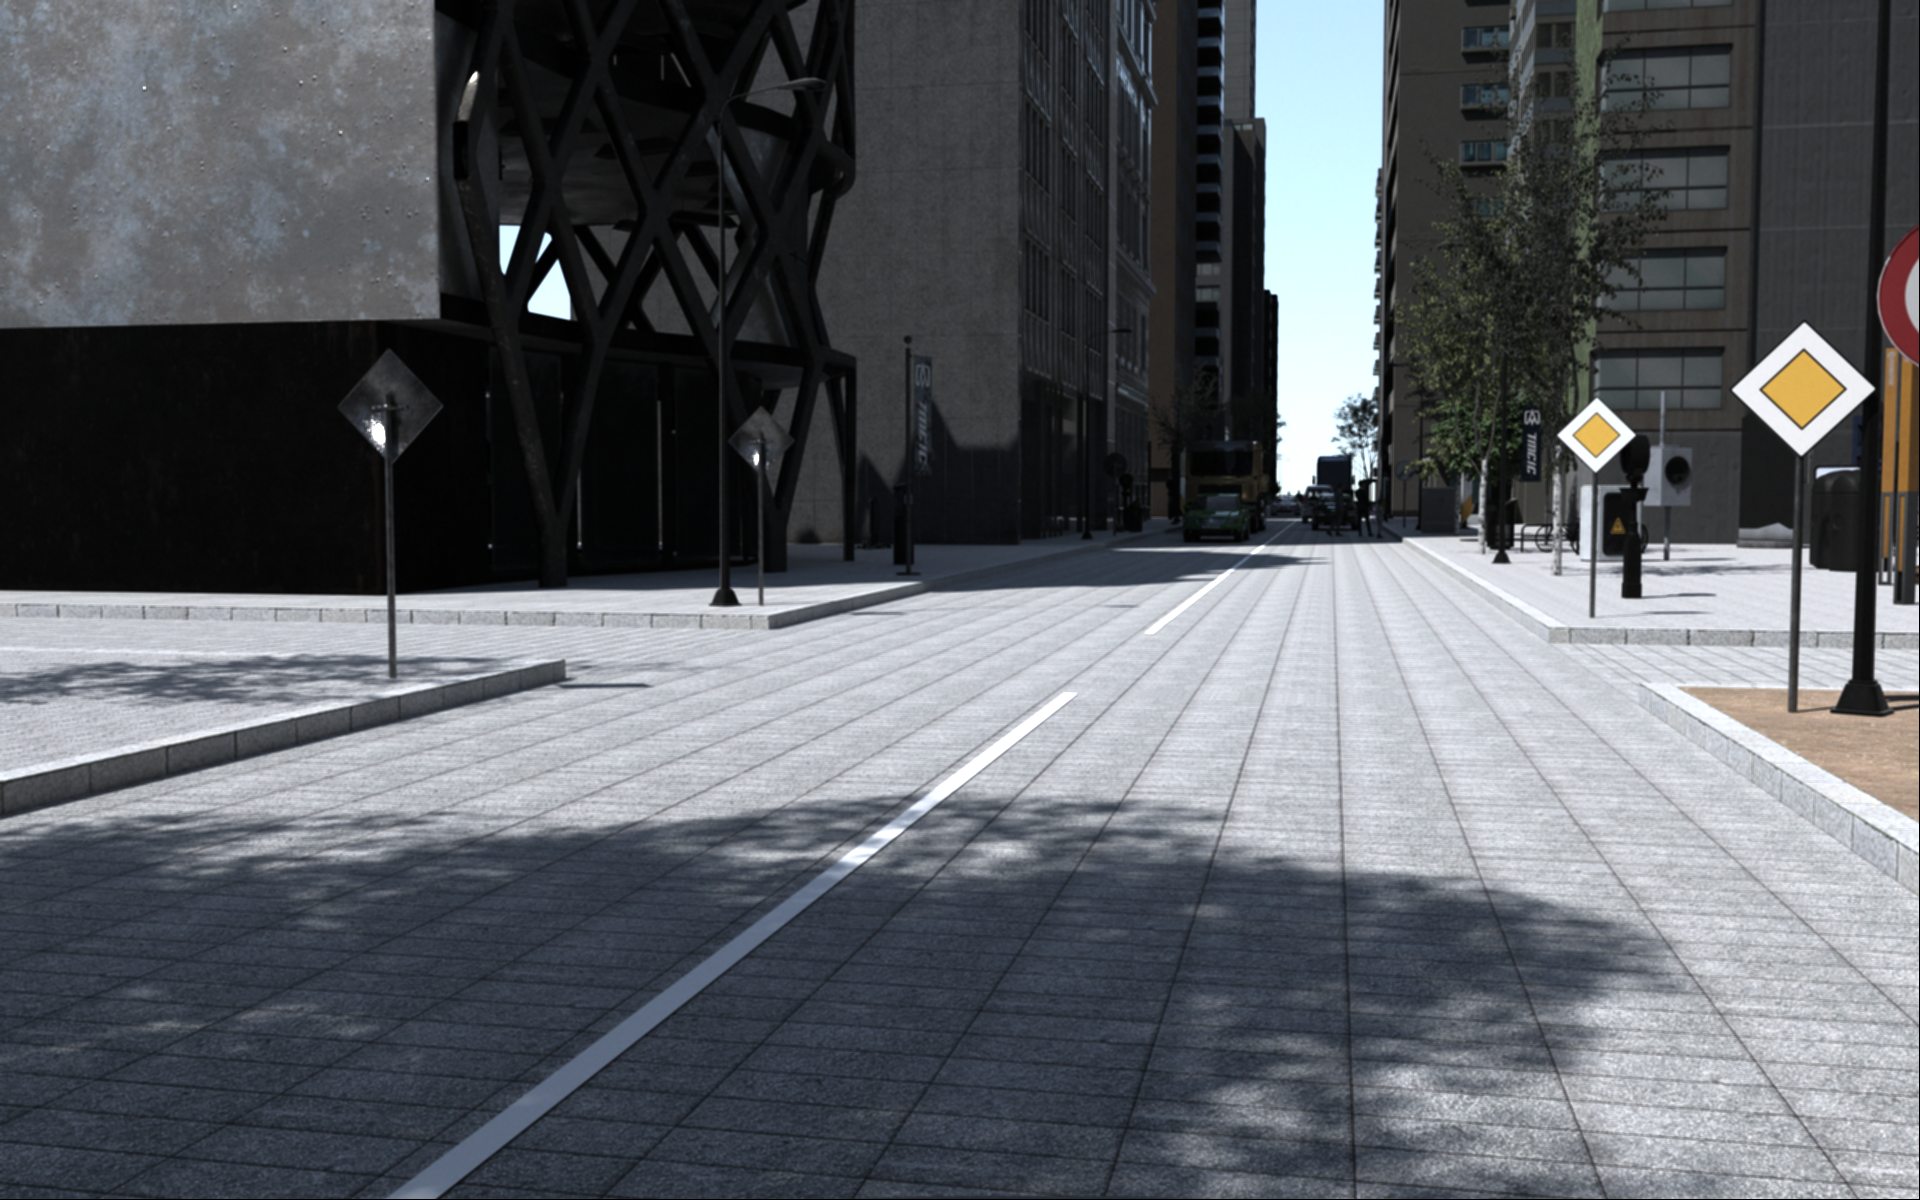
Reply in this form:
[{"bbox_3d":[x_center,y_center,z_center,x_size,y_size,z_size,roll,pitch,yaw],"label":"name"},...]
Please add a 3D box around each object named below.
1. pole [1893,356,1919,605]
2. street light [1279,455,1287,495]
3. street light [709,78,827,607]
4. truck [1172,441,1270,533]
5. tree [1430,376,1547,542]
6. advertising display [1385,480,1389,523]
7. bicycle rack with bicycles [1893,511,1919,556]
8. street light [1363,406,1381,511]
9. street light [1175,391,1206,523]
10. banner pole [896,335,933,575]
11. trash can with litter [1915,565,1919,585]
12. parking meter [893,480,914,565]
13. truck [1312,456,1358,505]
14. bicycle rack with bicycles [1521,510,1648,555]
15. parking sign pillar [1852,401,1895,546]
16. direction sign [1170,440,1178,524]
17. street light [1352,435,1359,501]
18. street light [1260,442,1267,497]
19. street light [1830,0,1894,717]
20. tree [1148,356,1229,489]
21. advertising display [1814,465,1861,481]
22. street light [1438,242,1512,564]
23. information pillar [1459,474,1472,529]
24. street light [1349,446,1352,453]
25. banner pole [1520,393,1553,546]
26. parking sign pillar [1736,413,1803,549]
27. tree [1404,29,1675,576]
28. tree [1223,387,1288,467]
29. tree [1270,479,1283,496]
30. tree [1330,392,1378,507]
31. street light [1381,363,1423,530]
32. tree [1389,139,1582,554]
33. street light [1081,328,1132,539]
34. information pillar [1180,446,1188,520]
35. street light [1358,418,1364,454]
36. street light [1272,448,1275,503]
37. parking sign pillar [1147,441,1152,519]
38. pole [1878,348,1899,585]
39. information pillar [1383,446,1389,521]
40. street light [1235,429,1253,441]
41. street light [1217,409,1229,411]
[{"bbox_3d":[10.966,-1.601,20.018,0.158,3.312,0.155,0,3,0],"label":"pole"},{"bbox_3d":[37.612,-14.233,205.244,1.470,5.913,1.316,1,4,12],"label":"street light"},{"bbox_3d":[-2.172,-2.879,19.620,1.470,5.913,1.316,1,4,12],"label":"street light"},{"bbox_3d":[10.097,-4.242,65.280,3.469,3.379,9.791,1,4,13],"label":"truck"},{"bbox_3d":[14.521,-3.896,47.415,4.285,4.588,4.351,0,3,0],"label":"tree"},{"bbox_3d":[19.325,-4.476,78.402,0.123,1.923,0.974,1,4,14],"label":"advertising display"},{"bbox_3d":[20.177,-1.442,36.954,2.925,0.926,2.852,-1,4,-11],"label":"bicycle rack with bicycles"},{"bbox_3d":[22.198,-7.269,91.392,1.470,5.913,1.316,1,4,12],"label":"street light"},{"bbox_3d":[10.350,-6.446,77.931,1.470,5.913,1.316,1,4,12],"label":"street light"},{"bbox_3d":[-0.684,-2.300,27.615,0.401,3.779,0.863,3,4,36],"label":"banner pole"},{"bbox_3d":[13.819,-0.788,24.276,0.624,1.170,1.055,-2,4,-34],"label":"trash can with litter"},{"bbox_3d":[-1.026,-1.415,31.542,0.372,1.533,0.369,0,3,0],"label":"parking meter"},{"bbox_3d":[25.254,-7.736,116.243,2.967,4.110,18.799,1,4,11],"label":"truck"},{"bbox_3d":[13.724,-1.480,37.588,2.925,0.926,2.852,-1,4,-20],"label":"bicycle rack with bicycles"},{"bbox_3d":[22.195,-3.286,42.204,1.447,3.967,1.447,1,4,9],"label":"parking sign pillar"},{"bbox_3d":[9.065,-4.960,73.097,0.379,3.537,0.876,2,4,24],"label":"direction sign"},{"bbox_3d":[31.523,-9.937,135.008,1.470,5.913,1.316,1,4,12],"label":"street light"},{"bbox_3d":[26.462,-11.058,153.342,1.470,5.913,1.316,1,4,12],"label":"street light"},{"bbox_3d":[4.758,-2.297,10.090,1.470,5.913,1.316,1,4,12],"label":"street light"},{"bbox_3d":[12.087,-8.652,91.823,4.360,8.622,3.978,0,3,0],"label":"tree"},{"bbox_3d":[19.672,-2.056,38.835,0.974,1.923,0.123,2,4,33],"label":"advertising display"},{"bbox_3d":[9.500,-3.637,32.008,1.470,5.913,1.316,1,4,12],"label":"street light"},{"bbox_3d":[18.770,-4.453,64.156,0.504,3.616,0.183,-2,4,-28],"label":"information pillar"},{"bbox_3d":[38.083,-11.809,165.611,1.470,5.913,1.316,1,4,12],"label":"street light"},{"bbox_3d":[14.387,-3.247,43.104,0.863,3.779,0.401,1,4,14],"label":"banner pole"},{"bbox_3d":[19.347,-3.230,41.277,1.447,3.967,1.447,-3,5,-44],"label":"parking sign pillar"},{"bbox_3d":[9.163,-4.688,27.004,4.360,8.622,3.978,0,3,0],"label":"tree"},{"bbox_3d":[27.933,-14.822,168.092,9.928,11.665,9.643,0,3,0],"label":"tree"},{"bbox_3d":[40.537,-13.914,222.087,1.663,3.219,1.824,0,3,0],"label":"tree"},{"bbox_3d":[41.273,-15.224,174.670,9.928,11.665,9.643,0,3,0],"label":"tree"},{"bbox_3d":[15.828,-5.444,61.553,1.470,5.913,1.316,1,4,12],"label":"street light"},{"bbox_3d":[11.166,-5.294,36.916,4.737,8.622,4.395,0,3,0],"label":"tree"},{"bbox_3d":[4.132,-4.665,48.812,1.470,5.913,1.316,1,4,12],"label":"street light"},{"bbox_3d":[10.890,-5.680,84.220,0.183,3.616,0.504,-2,4,-27],"label":"information pillar"},{"bbox_3d":[25.192,-8.134,105.536,1.470,5.913,1.316,1,4,12],"label":"street light"},{"bbox_3d":[31.325,-12.431,175.783,1.470,5.913,1.316,1,4,12],"label":"street light"},{"bbox_3d":[8.973,-6.062,87.590,1.447,3.967,1.447,-1,4,-20],"label":"parking sign pillar"},{"bbox_3d":[13.041,-1.864,24.316,0.158,3.312,0.155,0,3,0],"label":"pole"},{"bbox_3d":[20.636,-5.661,83.913,0.183,3.616,0.504,-1,4,-11],"label":"information pillar"},{"bbox_3d":[20.238,-9.266,124.038,1.470,5.913,1.316,1,4,12],"label":"street light"},{"bbox_3d":[13.964,-7.479,94.820,1.470,5.913,1.316,1,4,12],"label":"street light"}]
